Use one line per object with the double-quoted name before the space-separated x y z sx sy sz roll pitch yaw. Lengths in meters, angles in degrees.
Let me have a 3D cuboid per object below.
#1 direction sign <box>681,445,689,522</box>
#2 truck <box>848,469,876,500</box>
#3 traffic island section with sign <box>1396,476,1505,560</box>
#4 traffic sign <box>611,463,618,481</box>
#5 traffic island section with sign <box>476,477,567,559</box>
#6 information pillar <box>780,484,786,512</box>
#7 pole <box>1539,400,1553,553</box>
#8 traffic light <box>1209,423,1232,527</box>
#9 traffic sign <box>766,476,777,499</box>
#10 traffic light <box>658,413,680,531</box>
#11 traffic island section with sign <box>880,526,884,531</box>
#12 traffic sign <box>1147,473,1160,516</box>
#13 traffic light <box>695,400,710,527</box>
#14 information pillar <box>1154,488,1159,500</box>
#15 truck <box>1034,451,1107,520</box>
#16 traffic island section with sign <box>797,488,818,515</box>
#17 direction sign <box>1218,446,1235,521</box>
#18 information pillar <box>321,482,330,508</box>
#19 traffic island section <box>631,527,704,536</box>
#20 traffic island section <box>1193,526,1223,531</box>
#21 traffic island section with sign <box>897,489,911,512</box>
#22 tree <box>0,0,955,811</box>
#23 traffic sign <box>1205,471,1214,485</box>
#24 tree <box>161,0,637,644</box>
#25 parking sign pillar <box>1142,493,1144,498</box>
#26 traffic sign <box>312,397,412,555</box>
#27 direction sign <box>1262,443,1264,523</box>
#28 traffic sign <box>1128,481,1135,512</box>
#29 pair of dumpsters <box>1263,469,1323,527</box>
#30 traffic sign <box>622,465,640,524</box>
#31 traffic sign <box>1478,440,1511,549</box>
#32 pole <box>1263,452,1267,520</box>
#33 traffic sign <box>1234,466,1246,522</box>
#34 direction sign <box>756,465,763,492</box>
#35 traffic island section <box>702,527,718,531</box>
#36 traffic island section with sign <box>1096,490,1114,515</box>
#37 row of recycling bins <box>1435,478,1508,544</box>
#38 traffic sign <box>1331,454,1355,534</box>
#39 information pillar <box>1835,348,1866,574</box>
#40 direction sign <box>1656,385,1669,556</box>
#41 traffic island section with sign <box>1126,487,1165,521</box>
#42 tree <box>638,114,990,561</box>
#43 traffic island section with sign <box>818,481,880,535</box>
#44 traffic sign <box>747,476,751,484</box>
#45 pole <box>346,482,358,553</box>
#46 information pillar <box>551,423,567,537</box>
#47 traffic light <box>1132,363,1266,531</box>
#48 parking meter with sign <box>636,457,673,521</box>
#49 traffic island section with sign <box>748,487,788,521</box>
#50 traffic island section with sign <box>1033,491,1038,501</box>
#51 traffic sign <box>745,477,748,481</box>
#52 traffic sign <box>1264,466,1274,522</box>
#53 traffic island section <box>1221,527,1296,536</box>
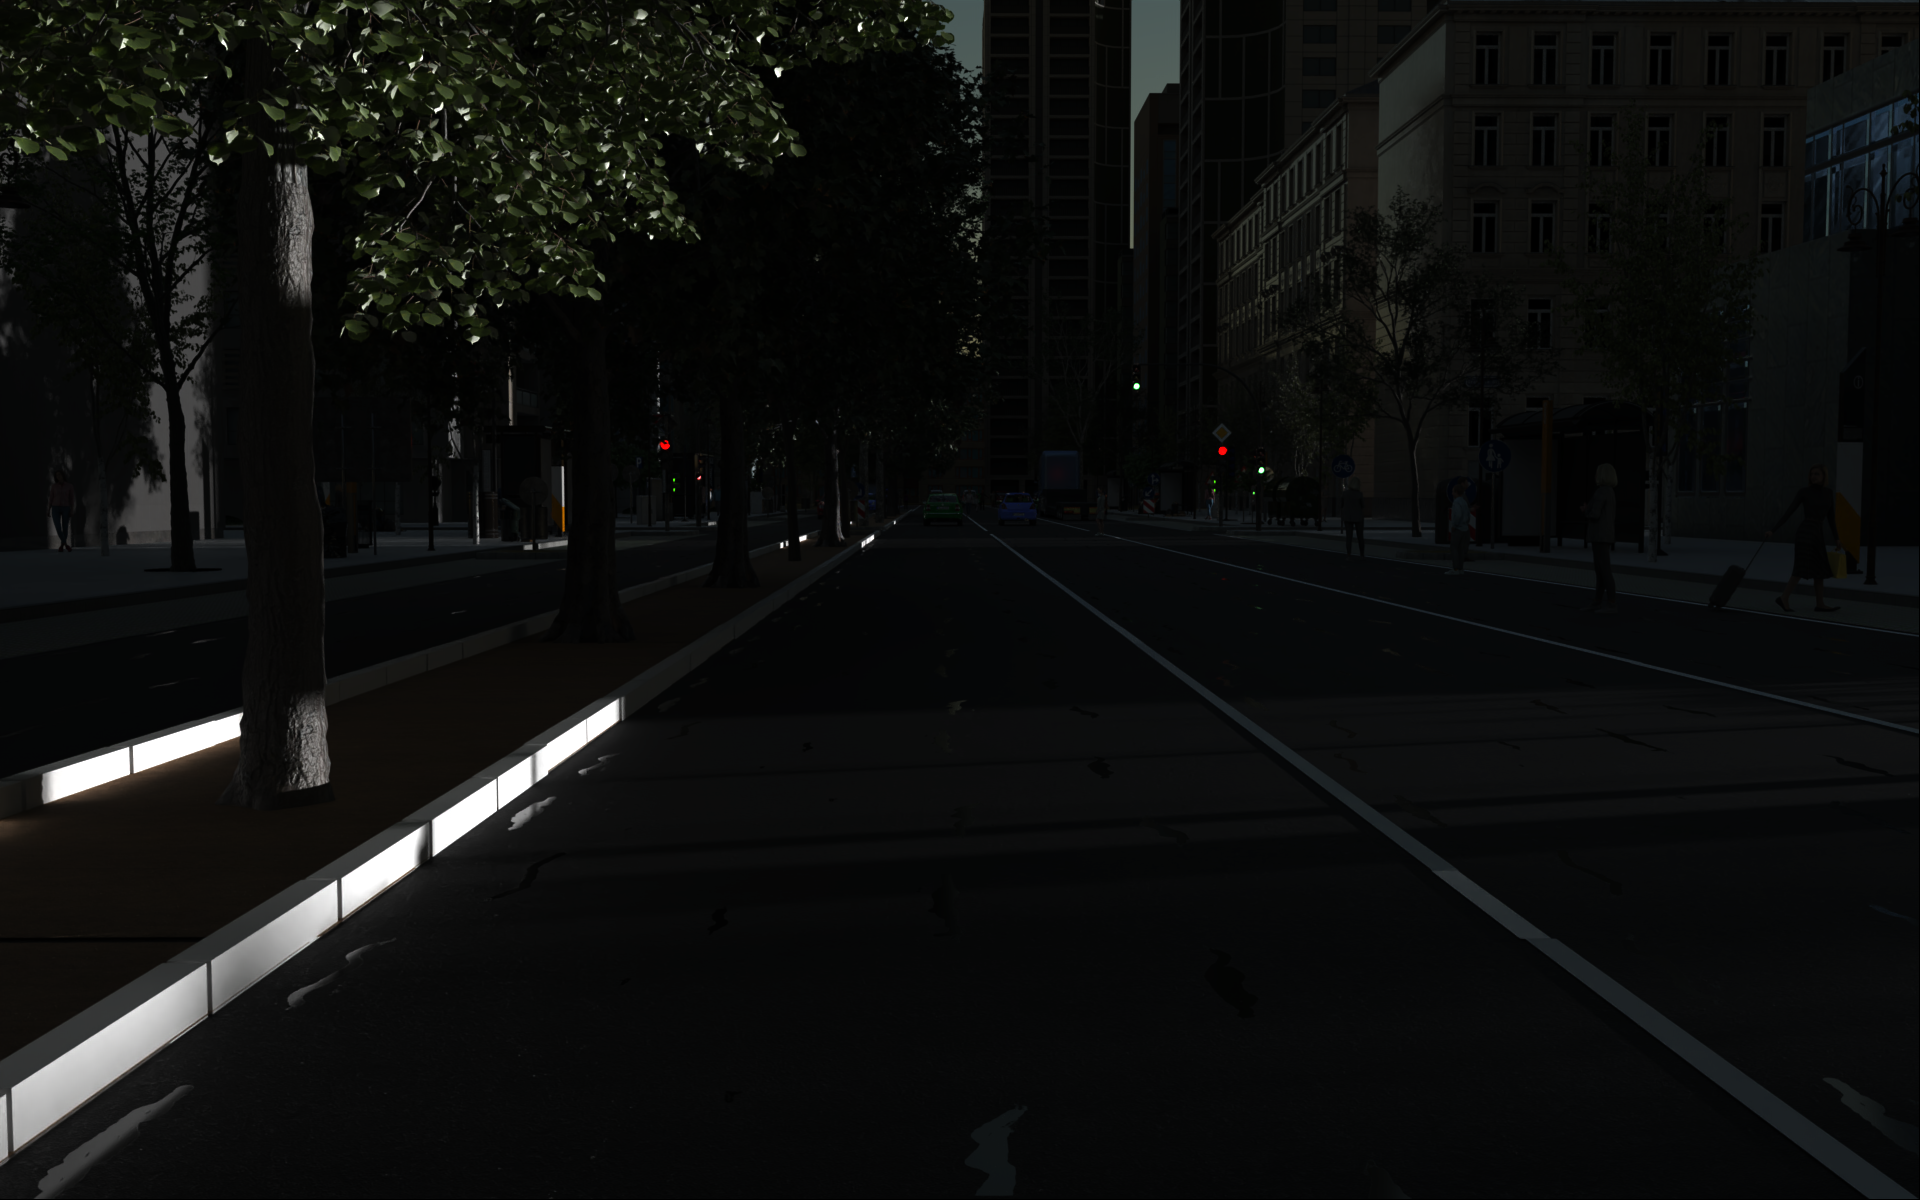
"direction sign" -12.770 -5.402 80.327 0.379 3.537 0.876 -1 4 -15
"truck" -8.758 -10.530 161.924 2.967 4.110 18.799 0 4 -2
"traffic island section with sign" 10.750 -1.814 38.284 1.989 1.847 2.006 0 4 -1
"traffic sign" -14.390 -4.339 71.041 0.768 2.556 0.104 0 4 5
"traffic island section with sign" -9.579 -1.836 38.653 1.989 1.847 2.006 0 4 -1
"information pillar" -12.577 -7.247 122.978 0.304 2.012 0.304 -1 4 -22
"pole" 12.764 -2.682 37.701 0.158 3.312 0.155 0 3 0
"traffic light" 10.294 -4.860 68.375 0.839 4.253 0.868 0 4 -1
"traffic sign" -13.563 -7.613 124.570 0.768 2.556 0.104 0 4 6
"traffic light" -10.158 -4.353 60.100 0.839 4.253 0.868 0 4 -1
"traffic island section with sign" -4.002 -3.659 67.959 2.006 1.907 1.989 0 4 -1
"traffic sign" 11.581 -6.328 103.571 0.768 2.556 0.104 0 4 0
"traffic light" -8.175 -5.717 68.147 4.771 5.953 1.251 0 4 -1
"information pillar" 13.334 -7.774 118.454 0.504 3.616 0.183 1 4 21
"truck" 6.406 -6.845 101.680 2.967 4.110 18.799 0 4 -2
"traffic island section with sign" -10.685 -6.841 120.481 1.989 1.847 2.006 0 4 -1
"direction sign" 12.685 -5.533 82.469 0.876 3.537 0.379 -1 4 -19
"information pillar" -24.833 -4.673 67.752 0.183 3.616 0.504 1 4 10
"traffic island section" -10.199 -2.321 60.234 2.009 0.180 2.903 0 4 -1
"traffic island section" 10.334 -2.826 68.489 2.009 0.180 2.903 0 4 -1
"traffic island section with sign" -5.019 -8.254 143.090 2.006 1.907 1.989 0 4 -1
"tree" -3.244 -5.351 8.067 7.486 12.596 7.792 0 3 0
"traffic sign" 14.305 -6.002 98.134 0.884 2.594 0.081 0 4 5
"tree" -3.600 -5.947 16.691 9.611 12.733 9.660 0 3 0
"parking sign pillar" 13.457 -8.133 121.439 1.447 3.967 1.447 0 4 3
"traffic sign" -12.623 -2.598 36.355 2.265 3.308 0.079 0 4 3
"direction sign" 13.285 -5.175 76.615 0.379 3.537 0.876 0 4 -5
"traffic sign" 12.309 -7.499 122.721 0.768 2.556 0.104 1 4 9
"pair of dumpsters" 13.434 -4.120 69.861 1.574 2.255 4.437 0 4 -1
"traffic sign" -14.324 -4.607 75.427 0.768 2.556 0.104 0 4 0
"traffic sign" 12.482 -2.472 40.523 0.768 2.556 0.104 0 4 1
"pole" 14.864 -5.533 84.307 0.158 3.312 0.155 0 3 0
"traffic sign" 13.068 -4.878 79.755 0.884 2.594 0.081 0 4 6
"direction sign" -13.609 -7.677 117.522 0.379 3.537 0.876 1 4 21
"traffic island section" -10.306 -2.810 68.218 2.009 0.180 2.903 0 4 -1
"traffic island section with sign" 9.637 -6.865 120.864 1.989 1.847 2.006 0 4 -1
"row of recycling bins" 13.753 -2.342 45.406 3.534 1.692 1.069 -3 5 -39
"traffic sign" 12.315 -3.404 55.767 0.768 2.556 0.104 0 4 4
"information pillar" 14.254 -2.224 27.723 0.504 3.616 0.183 -1 4 -23
"direction sign" 14.602 -2.697 36.092 0.379 3.537 0.876 1 4 8
"traffic island section with sign" 10.003 -5.201 93.656 1.989 1.847 2.006 0 4 -1
"tree" -3.503 -6.120 36.931 8.767 10.594 7.601 0 4 -1
"traffic island section with sign" -3.912 -3.206 60.552 2.006 1.907 1.989 0 4 -1
"traffic sign" -14.218 -7.020 114.887 0.768 2.556 0.104 0 4 0
"pole" -13.204 -2.674 37.569 0.158 3.312 0.155 0 3 0
"information pillar" -12.026 -3.698 51.812 0.504 3.616 0.183 3 4 37
"traffic light" 8.310 -5.233 60.221 4.771 5.953 1.251 0 4 -1
"parking meter with sign" -14.361 -5.216 81.537 1.738 3.016 0.543 -3 5 -43
"traffic island section with sign" -10.304 -5.171 93.171 1.989 1.847 2.006 0 4 -1
"traffic island section with sign" 8.599 -11.610 198.447 1.989 1.847 2.006 0 4 -1
"traffic sign" -14.389 -6.990 114.393 0.768 2.556 0.104 1 4 9
"traffic sign" 14.086 -4.877 79.849 0.768 2.556 0.104 0 4 7
"traffic island section" 10.441 -2.338 60.505 2.009 0.180 2.903 0 4 -1
